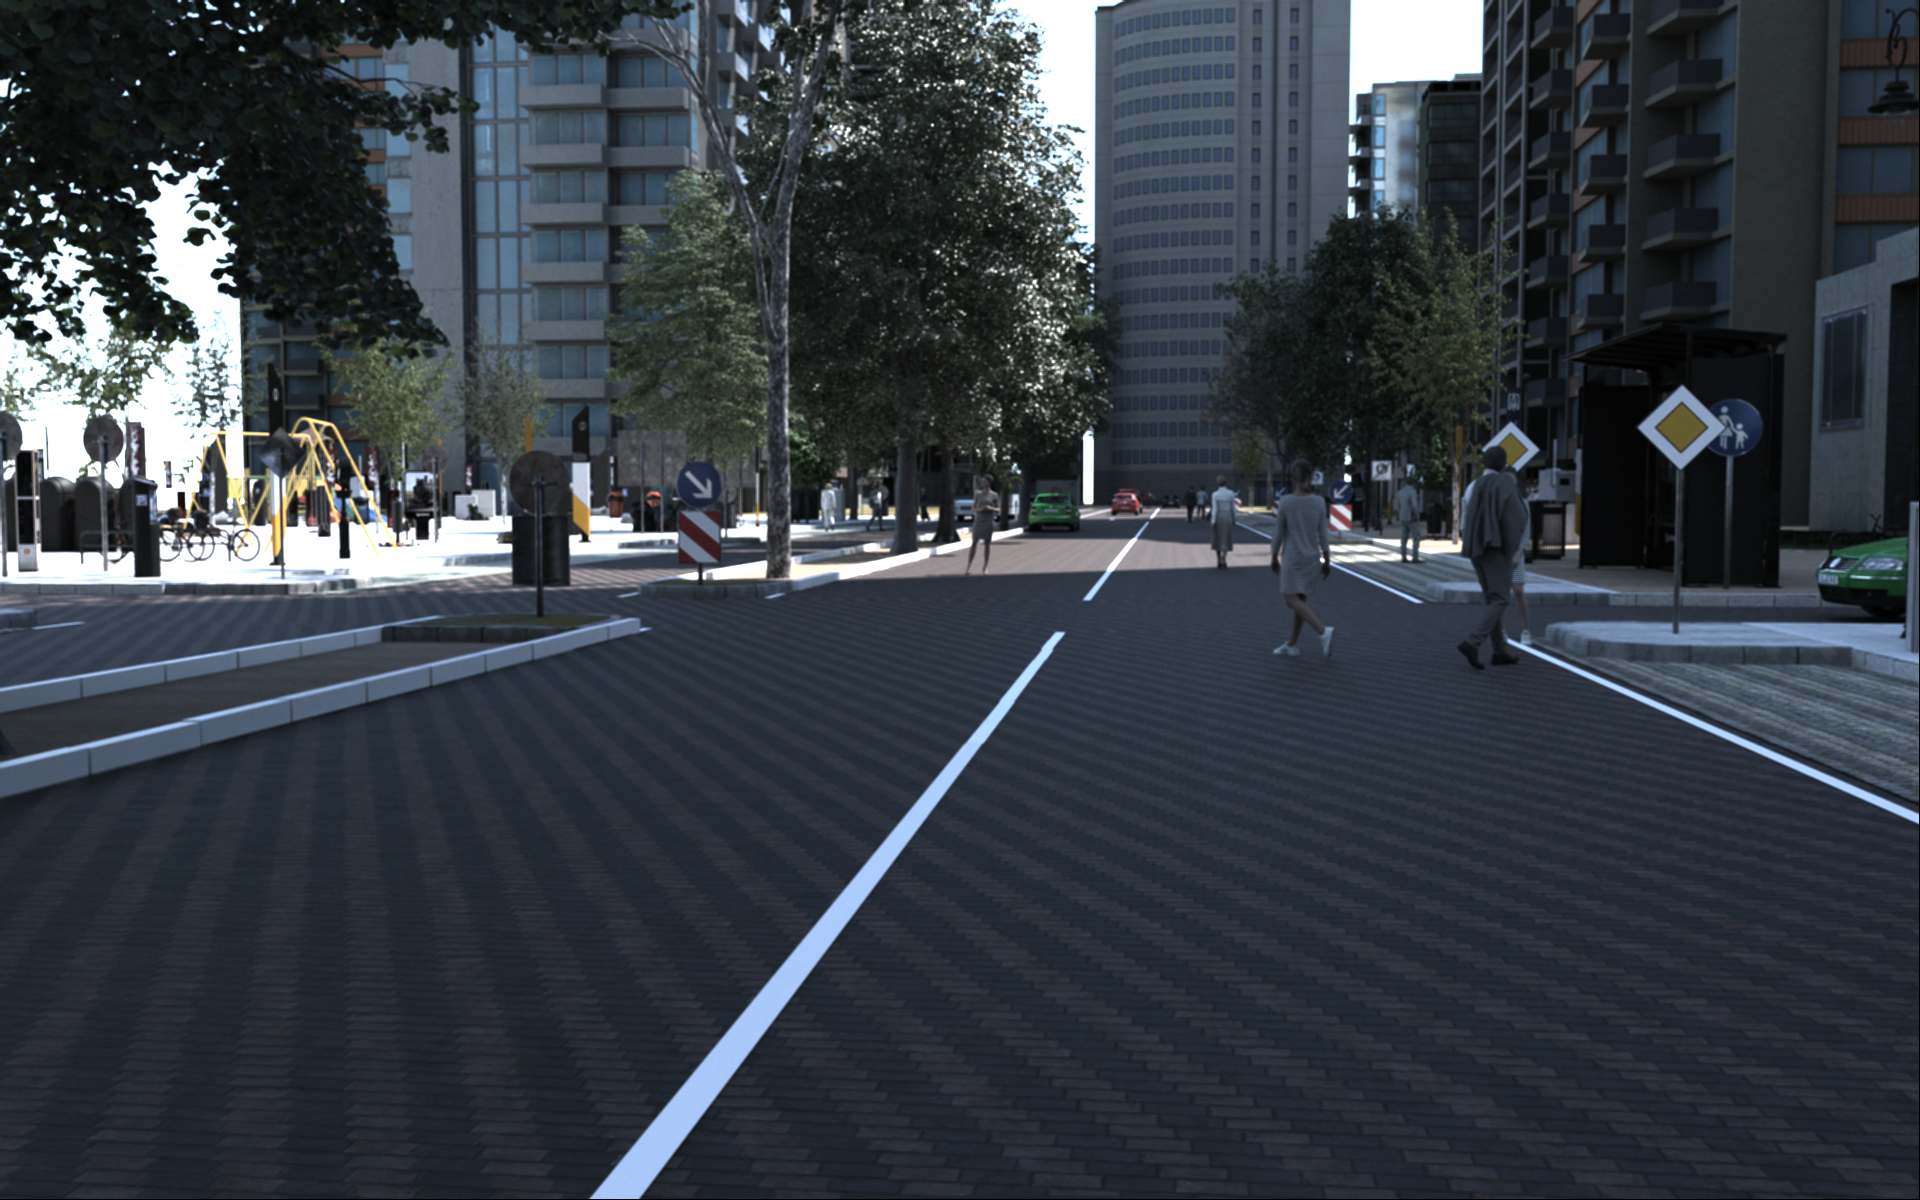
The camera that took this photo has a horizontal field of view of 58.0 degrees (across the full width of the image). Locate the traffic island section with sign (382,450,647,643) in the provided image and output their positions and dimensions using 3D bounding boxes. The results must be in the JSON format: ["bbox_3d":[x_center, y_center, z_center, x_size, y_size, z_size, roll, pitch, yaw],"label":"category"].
[{"bbox_3d":[-4.472,-0.574,17.522,2.006,1.907,1.989,0,4,7],"label":"traffic island section with sign"}]

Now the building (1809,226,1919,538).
[{"bbox_3d":[38.529,-44.380,38.292,31.000,86.520,22.319,0,4,7],"label":"building"}]

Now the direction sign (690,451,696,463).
[{"bbox_3d":[-13.677,-5.920,88.795,0.379,3.537,0.876,1,4,12],"label":"direction sign"}]

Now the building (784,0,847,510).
[{"bbox_3d":[-17.301,-29.968,140.095,14.600,45.320,14.200,0,4,7],"label":"building"}]

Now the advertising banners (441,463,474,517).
[{"bbox_3d":[-28.132,-6.147,96.698,2.074,3.025,0.090,-2,4,-34],"label":"advertising banners"}]

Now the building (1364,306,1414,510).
[{"bbox_3d":[49.709,-18.386,145.652,27.650,21.520,28.899,0,4,7],"label":"building"}]

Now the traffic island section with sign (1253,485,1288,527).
[{"bbox_3d":[13.958,-4.146,76.420,1.989,1.847,2.006,0,4,7],"label":"traffic island section with sign"}]

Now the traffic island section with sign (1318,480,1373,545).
[{"bbox_3d":[10.676,-2.495,49.428,1.989,1.847,2.006,0,4,7],"label":"traffic island section with sign"}]

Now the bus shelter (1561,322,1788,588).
[{"bbox_3d":[10.821,-2.168,26.731,1.731,3.624,6.357,0,4,7],"label":"bus shelter"}]

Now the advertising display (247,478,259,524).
[{"bbox_3d":[-29.145,-4.050,71.437,0.123,1.923,0.974,0,4,0],"label":"advertising display"}]

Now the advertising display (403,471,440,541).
[{"bbox_3d":[-14.908,-2.614,47.960,0.974,1.923,0.123,-2,4,-34],"label":"advertising display"}]

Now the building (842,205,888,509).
[{"bbox_3d":[-14.145,-23.772,160.376,14.107,30.474,14.160,0,4,7],"label":"building"}]

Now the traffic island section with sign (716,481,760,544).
[{"bbox_3d":[-6.894,-2.555,50.407,1.989,1.847,2.006,0,4,7],"label":"traffic island section with sign"}]

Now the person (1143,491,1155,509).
[{"bbox_3d":[18.358,-9.736,168.408,1.217,1.743,0.721,0,4,-2],"label":"person"}]

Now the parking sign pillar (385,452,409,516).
[{"bbox_3d":[-33.205,-6.960,102.273,1.447,3.967,1.447,-1,4,-19],"label":"parking sign pillar"}]

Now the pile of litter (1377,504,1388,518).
[{"bbox_3d":[22.399,-4.800,92.449,1.176,0.858,1.719,2,4,29],"label":"pile of litter"}]

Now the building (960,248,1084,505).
[{"bbox_3d":[7.345,-26.351,202.532,14.107,30.474,14.160,0,4,7],"label":"building"}]

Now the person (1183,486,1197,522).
[{"bbox_3d":[11.681,-4.862,87.767,0.659,1.850,0.755,1,4,19],"label":"person"}]

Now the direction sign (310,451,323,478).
[{"bbox_3d":[-34.183,-6.115,91.977,0.379,3.537,0.876,2,4,35],"label":"direction sign"}]

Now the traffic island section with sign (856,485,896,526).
[{"bbox_3d":[-3.550,-4.240,77.948,1.989,1.847,2.006,0,4,7],"label":"traffic island section with sign"}]

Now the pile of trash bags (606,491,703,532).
[{"bbox_3d":[-10.723,-3.033,59.339,3.447,1.369,1.912,2,4,29],"label":"pile of trash bags"}]

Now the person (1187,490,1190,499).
[{"bbox_3d":[21.170,-9.277,160.199,0.705,1.821,1.348,2,4,28],"label":"person"}]

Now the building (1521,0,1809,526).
[{"bbox_3d":[39.114,-26.053,80.585,22.147,44.769,28.867,0,4,7],"label":"building"}]

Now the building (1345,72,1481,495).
[{"bbox_3d":[59.084,-35.472,199.572,30.456,49.044,23.786,0,4,7],"label":"building"}]

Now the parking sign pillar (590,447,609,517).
[{"bbox_3d":[-20.791,-6.798,99.616,1.447,3.967,1.447,2,4,30],"label":"parking sign pillar"}]

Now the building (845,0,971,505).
[{"bbox_3d":[-10.008,-46.921,205.404,20.611,71.187,20.563,0,4,7],"label":"building"}]

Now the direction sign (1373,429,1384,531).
[{"bbox_3d":[14.746,-4.217,60.953,0.379,3.537,0.876,0,4,-2],"label":"direction sign"}]

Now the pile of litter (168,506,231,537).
[{"bbox_3d":[-22.931,-2.357,52.506,1.719,0.858,1.176,-1,4,-21],"label":"pile of litter"}]

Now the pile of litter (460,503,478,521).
[{"bbox_3d":[-23.204,-4.225,83.051,1.719,0.858,1.176,3,4,39],"label":"pile of litter"}]

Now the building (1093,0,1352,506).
[{"bbox_3d":[29.767,-40.318,201.190,28.212,58.520,21.231,0,4,7],"label":"building"}]

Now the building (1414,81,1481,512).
[{"bbox_3d":[39.638,-21.557,124.162,14.160,30.474,14.107,0,4,7],"label":"building"}]

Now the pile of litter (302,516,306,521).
[{"bbox_3d":[-30.625,-4.157,81.929,1.176,0.858,1.719,1,4,11],"label":"pile of litter"}]

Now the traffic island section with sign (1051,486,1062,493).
[{"bbox_3d":[5.480,-5.586,99.468,2.006,1.907,1.989,0,4,7],"label":"traffic island section with sign"}]

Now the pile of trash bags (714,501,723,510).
[{"bbox_3d":[-11.441,-3.852,72.726,3.447,1.369,1.912,0,4,-7],"label":"pile of trash bags"}]

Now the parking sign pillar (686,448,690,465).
[{"bbox_3d":[-15.954,-6.891,101.144,1.447,3.967,1.447,-1,4,-10],"label":"parking sign pillar"}]

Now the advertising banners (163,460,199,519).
[{"bbox_3d":[-40.612,-5.760,90.369,0.090,3.025,2.074,2,4,34],"label":"advertising banners"}]

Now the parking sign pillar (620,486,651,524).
[{"bbox_3d":[-14.035,-5.295,75.045,1.447,3.967,1.447,3,4,38],"label":"parking sign pillar"}]

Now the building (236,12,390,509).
[{"bbox_3d":[-50.193,-30.904,159.902,28.867,44.769,22.147,0,4,7],"label":"building"}]

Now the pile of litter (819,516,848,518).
[{"bbox_3d":[-6.899,-4.843,93.146,1.719,0.858,1.176,2,4,24],"label":"pile of litter"}]

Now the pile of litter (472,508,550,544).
[{"bbox_3d":[-11.553,-1.904,45.095,1.176,0.858,1.719,3,5,43],"label":"pile of litter"}]

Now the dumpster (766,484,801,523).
[{"bbox_3d":[-7.958,-4.426,78.121,1.264,1.857,1.865,0,4,7],"label":"dumpster"}]

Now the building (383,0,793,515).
[{"bbox_3d":[-24.188,-30.505,118.366,23.786,49.044,30.456,0,4,7],"label":"building"}]

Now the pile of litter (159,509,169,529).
[{"bbox_3d":[-28.625,-2.996,62.954,1.719,0.858,1.176,0,4,8],"label":"pile of litter"}]

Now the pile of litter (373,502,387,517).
[{"bbox_3d":[-33.050,-5.127,97.784,1.719,0.858,1.176,-1,4,-18],"label":"pile of litter"}]

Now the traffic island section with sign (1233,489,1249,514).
[{"bbox_3d":[19.854,-7.117,124.998,1.989,1.847,2.006,0,4,7],"label":"traffic island section with sign"}]

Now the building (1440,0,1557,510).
[{"bbox_3d":[41.831,-40.792,105.200,20.563,71.187,20.611,0,4,7],"label":"building"}]

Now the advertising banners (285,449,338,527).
[{"bbox_3d":[-25.151,-4.338,67.122,2.074,3.025,0.090,-1,4,-13],"label":"advertising banners"}]

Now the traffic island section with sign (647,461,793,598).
[{"bbox_3d":[-3.569,-1.024,24.874,2.006,1.907,1.989,0,4,7],"label":"traffic island section with sign"}]

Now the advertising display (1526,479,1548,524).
[{"bbox_3d":[24.576,-4.199,73.859,0.974,1.923,0.123,3,4,37],"label":"advertising display"}]

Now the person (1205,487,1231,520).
[{"bbox_3d":[14.113,-5.214,93.971,1.509,1.804,0.699,1,4,14],"label":"person"}]

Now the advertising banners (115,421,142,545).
[{"bbox_3d":[-20.343,-2.788,41.776,2.074,3.025,0.090,2,4,30],"label":"advertising banners"}]

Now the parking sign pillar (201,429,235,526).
[{"bbox_3d":[-30.629,-5.057,71.149,1.447,3.967,1.447,0,4,6],"label":"parking sign pillar"}]

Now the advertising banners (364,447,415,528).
[{"bbox_3d":[-21.315,-4.221,65.204,2.074,3.025,0.090,-2,4,-26],"label":"advertising banners"}]

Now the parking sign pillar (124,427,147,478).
[{"bbox_3d":[-32.750,-4.913,68.800,1.447,3.967,1.447,0,4,-6],"label":"parking sign pillar"}]
